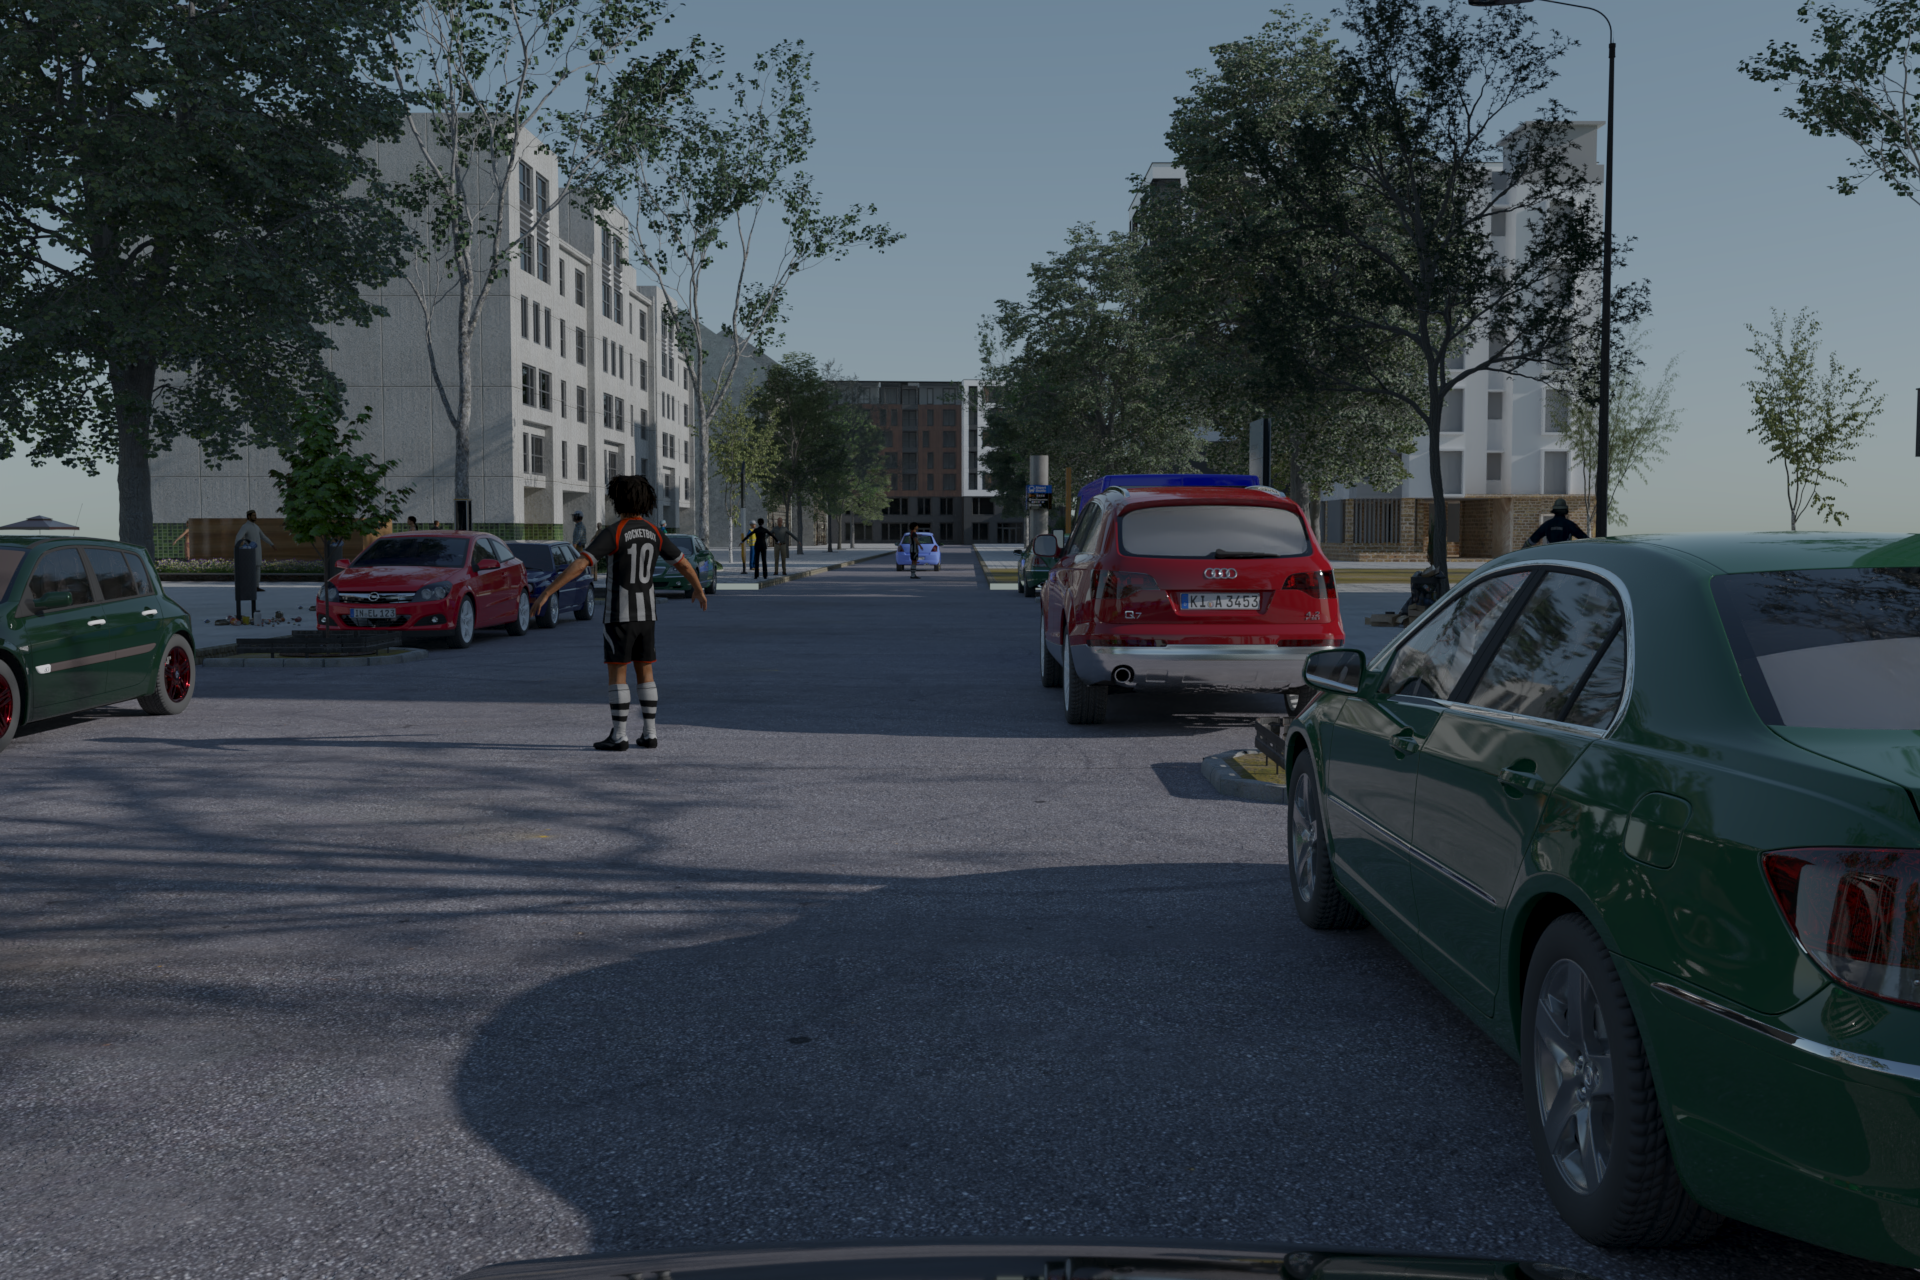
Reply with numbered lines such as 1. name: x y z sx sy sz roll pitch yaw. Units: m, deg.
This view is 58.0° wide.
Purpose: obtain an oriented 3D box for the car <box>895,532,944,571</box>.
1. car: -1.606 -3.552 67.667 1.945 1.707 3.694 0 4 0

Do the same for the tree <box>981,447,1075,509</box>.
1. tree: 6.134 -12.225 134.286 8.767 10.594 7.601 -1 4 -16

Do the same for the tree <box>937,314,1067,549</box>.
1. tree: 4.408 -18.016 150.446 12.611 20.169 13.585 0 3 0

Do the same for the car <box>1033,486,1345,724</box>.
1. car: 1.784 -0.361 14.583 2.281 1.827 5.304 0 4 -1

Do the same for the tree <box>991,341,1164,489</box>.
1. tree: 5.598 -8.859 79.256 8.767 10.594 7.601 0 4 -2

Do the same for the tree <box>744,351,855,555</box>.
1. tree: -10.443 -11.620 108.115 7.486 12.596 7.792 0 3 0

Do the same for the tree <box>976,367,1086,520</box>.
1. tree: 5.325 -13.226 122.900 9.857 13.997 8.962 0 3 0

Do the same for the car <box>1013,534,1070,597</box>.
1. car: 2.343 -1.767 40.696 2.131 1.459 4.920 0 4 -1

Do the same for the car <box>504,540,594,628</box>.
1. car: -7.000 -0.913 27.515 1.945 1.354 3.894 0 4 0

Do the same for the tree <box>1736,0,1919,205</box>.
1. tree: 25.875 -11.598 45.520 12.611 20.169 13.585 0 3 0

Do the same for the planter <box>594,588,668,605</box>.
1. planter: -7.137 -0.905 35.942 1.991 0.319 1.994 0 4 1

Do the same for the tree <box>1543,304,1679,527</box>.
1. tree: 20.626 -6.471 56.158 4.360 8.622 3.978 0 3 0

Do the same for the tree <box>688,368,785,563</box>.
1. tree: -9.987 -7.743 76.965 4.737 8.622 4.395 0 3 0

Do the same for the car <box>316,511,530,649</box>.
1. car: -7.038 -0.853 22.982 2.155 1.783 4.494 0 4 1

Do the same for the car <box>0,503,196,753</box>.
1. car: -7.060 -0.158 12.374 2.009 1.686 4.222 0 4 1

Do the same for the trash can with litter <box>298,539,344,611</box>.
1. trash can with litter: -10.462 -1.137 29.646 1.678 1.210 2.233 0 4 1

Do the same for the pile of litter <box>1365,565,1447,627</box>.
1. pile of litter: 6.256 -0.614 24.001 1.176 0.858 1.719 0 3 0

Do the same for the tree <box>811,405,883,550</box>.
1. tree: -9.836 -13.141 140.604 9.928 11.665 9.643 0 3 0

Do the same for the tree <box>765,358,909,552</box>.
1. tree: -9.175 -12.878 120.924 12.009 13.543 11.850 0 3 0

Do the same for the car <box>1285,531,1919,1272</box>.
1. car: 2.152 0.421 4.907 2.131 1.459 4.920 0 3 0

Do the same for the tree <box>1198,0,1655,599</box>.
1. tree: 7.711 -5.755 28.506 7.601 10.594 8.767 2 4 25

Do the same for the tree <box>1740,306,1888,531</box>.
1. tree: 27.002 -6.437 55.604 4.737 8.622 4.395 0 3 0

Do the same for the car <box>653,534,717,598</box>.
1. car: -6.765 -1.729 40.062 2.131 1.459 4.920 0 4 0

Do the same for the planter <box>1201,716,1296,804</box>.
1. planter: 2.434 0.681 9.999 1.991 0.319 1.994 0 4 1

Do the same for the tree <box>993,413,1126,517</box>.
1. tree: 6.147 -10.573 107.281 8.767 10.594 7.601 0 4 4

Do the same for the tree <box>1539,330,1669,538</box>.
1. tree: 22.775 -6.891 63.032 4.360 8.622 3.978 0 3 0

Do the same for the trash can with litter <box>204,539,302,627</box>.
1. trash can with litter: -10.042 -0.853 25.009 1.678 1.210 2.233 0 4 1

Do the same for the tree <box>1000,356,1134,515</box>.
1. tree: 6.021 -10.464 96.848 9.928 11.665 9.643 0 3 0

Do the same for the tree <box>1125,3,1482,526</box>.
1. tree: 8.454 -8.305 42.435 9.857 13.997 8.962 0 3 0

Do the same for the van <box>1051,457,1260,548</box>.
1. van: 2.251 -0.956 20.009 2.240 2.365 5.245 0 3 0

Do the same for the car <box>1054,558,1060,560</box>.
1. car: 2.638 -1.274 30.416 1.945 1.707 3.694 0 4 -1

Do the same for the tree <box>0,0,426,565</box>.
1. tree: -13.201 -7.367 27.104 9.857 13.997 8.962 0 3 0

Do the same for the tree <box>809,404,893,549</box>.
1. tree: -9.848 -14.266 151.380 7.486 12.596 7.792 0 3 0

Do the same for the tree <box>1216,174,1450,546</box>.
1. tree: 11.266 -8.247 52.958 7.486 12.596 7.792 0 3 0

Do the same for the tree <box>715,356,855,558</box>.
1. tree: -9.366 -9.614 91.594 8.767 10.594 7.601 1 4 21

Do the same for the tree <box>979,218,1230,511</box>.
1. tree: 5.946 -9.897 68.465 9.857 13.997 8.962 0 3 0

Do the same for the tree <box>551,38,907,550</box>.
1. tree: -8.484 -12.822 65.524 12.611 20.169 13.585 0 3 0

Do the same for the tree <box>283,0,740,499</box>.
1. tree: -12.171 -11.590 45.383 12.611 20.169 13.585 0 3 0
